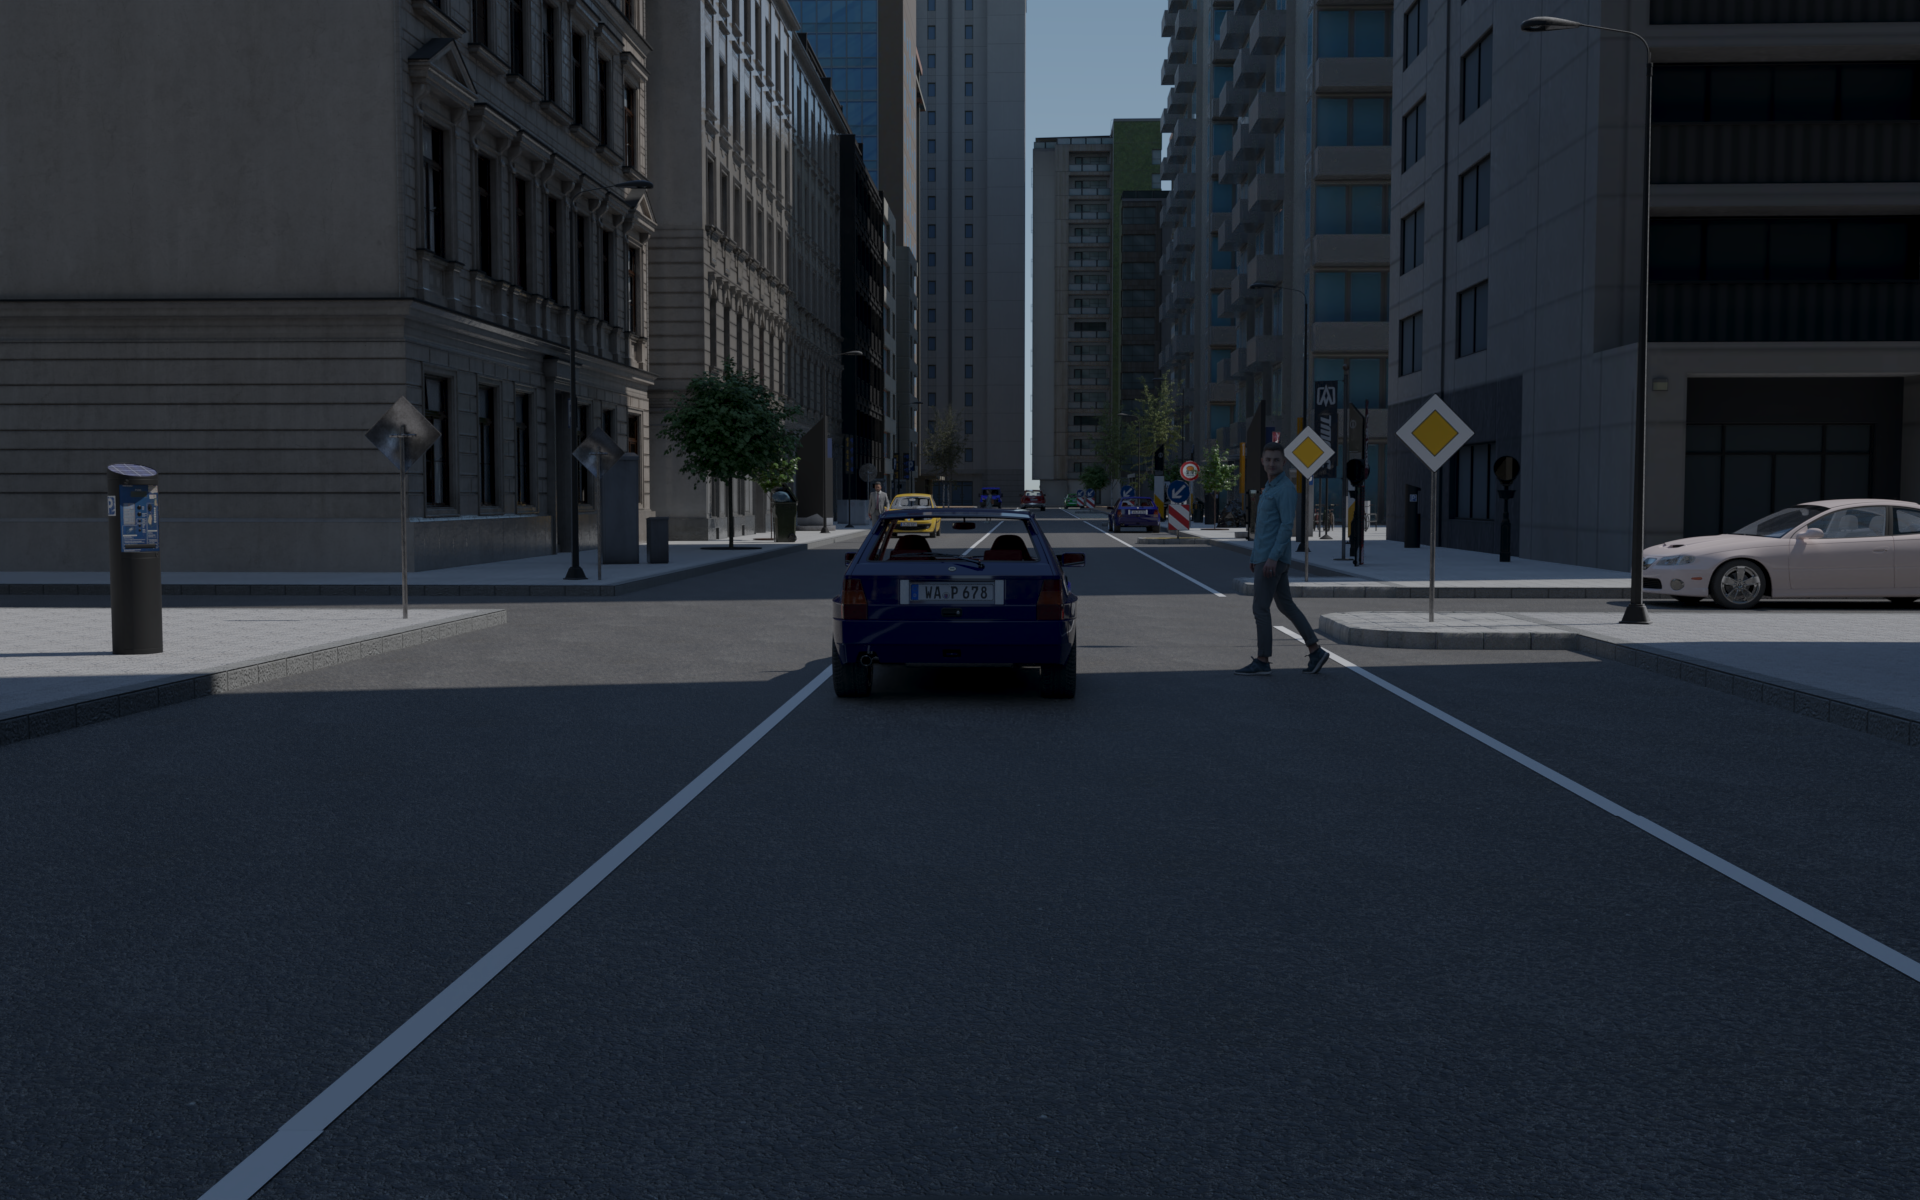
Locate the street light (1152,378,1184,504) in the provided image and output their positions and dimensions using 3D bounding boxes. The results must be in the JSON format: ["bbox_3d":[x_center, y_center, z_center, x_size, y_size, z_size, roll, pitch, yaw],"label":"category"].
[{"bbox_3d":[8.394,-5.929,69.479,1.470,5.913,1.316,0,4,2],"label":"street light"}]

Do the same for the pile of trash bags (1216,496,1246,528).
[{"bbox_3d":[11.242,-3.484,66.720,1.912,1.369,3.447,2,4,30],"label":"pile of trash bags"}]

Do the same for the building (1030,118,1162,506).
[{"bbox_3d":[14.889,-31.093,191.962,14.086,41.232,14.154,0,4,2],"label":"building"}]

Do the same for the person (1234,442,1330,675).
[{"bbox_3d":[2.550,-0.325,13.674,0.748,1.841,0.638,1,4,11],"label":"person"}]

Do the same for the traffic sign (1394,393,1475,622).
[{"bbox_3d":[4.725,-0.836,17.308,0.795,2.450,0.064,0,4,2],"label":"traffic sign"}]

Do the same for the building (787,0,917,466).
[{"bbox_3d":[-10.807,-29.751,136.545,14.600,45.320,14.200,0,4,2],"label":"building"}]

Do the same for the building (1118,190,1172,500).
[{"bbox_3d":[22.219,-24.166,166.810,14.160,30.474,14.107,0,4,2],"label":"building"}]

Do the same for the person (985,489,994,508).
[{"bbox_3d":[1.433,-4.655,85.608,0.522,1.701,0.512,0,4,6],"label":"person"}]

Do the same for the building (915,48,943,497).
[{"bbox_3d":[-16.457,-31.156,164.020,28.867,44.769,22.147,0,4,2],"label":"building"}]

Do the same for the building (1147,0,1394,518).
[{"bbox_3d":[25.575,-30.597,119.870,23.786,49.044,30.456,0,4,2],"label":"building"}]

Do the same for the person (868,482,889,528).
[{"bbox_3d":[-2.403,-2.595,51.196,0.678,1.792,0.850,0,4,6],"label":"person"}]

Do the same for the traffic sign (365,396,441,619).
[{"bbox_3d":[-5.709,-0.864,17.772,0.795,2.450,0.064,0,4,2],"label":"traffic sign"}]

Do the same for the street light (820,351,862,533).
[{"bbox_3d":[-3.877,-5.133,56.459,1.470,5.913,1.316,0,4,2],"label":"street light"}]

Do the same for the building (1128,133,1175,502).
[{"bbox_3d":[30.796,-27.843,147.116,32.217,40.220,23.993,0,4,2],"label":"building"}]

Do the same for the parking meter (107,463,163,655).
[{"bbox_3d":[-6.638,-0.338,13.937,0.372,1.533,0.369,0,3,0],"label":"parking meter"}]

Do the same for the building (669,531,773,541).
[{"bbox_3d":[-11.163,-12.634,55.712,9.793,20.994,18.267,0,4,2],"label":"building"}]

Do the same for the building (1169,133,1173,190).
[{"bbox_3d":[36.551,-33.097,195.756,28.867,44.769,22.147,0,4,2],"label":"building"}]

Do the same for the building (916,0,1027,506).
[{"bbox_3d":[-6.643,-39.995,195.915,28.212,58.520,21.231,0,4,2],"label":"building"}]

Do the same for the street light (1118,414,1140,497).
[{"bbox_3d":[9.798,-7.804,100.134,1.470,5.913,1.316,0,4,2],"label":"street light"}]

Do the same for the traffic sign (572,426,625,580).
[{"bbox_3d":[-5.368,-1.352,25.750,0.795,2.450,0.064,0,4,2],"label":"traffic sign"}]

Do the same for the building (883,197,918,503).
[{"bbox_3d":[-17.601,-16.574,116.032,27.650,21.520,28.899,0,4,2],"label":"building"}]

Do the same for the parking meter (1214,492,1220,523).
[{"bbox_3d":[11.259,-4.160,76.424,0.372,1.533,0.369,0,3,0],"label":"parking meter"}]

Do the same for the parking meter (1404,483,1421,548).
[{"bbox_3d":[10.778,-2.008,41.236,0.372,1.533,0.369,0,3,0],"label":"parking meter"}]

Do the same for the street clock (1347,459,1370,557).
[{"bbox_3d":[8.130,-1.892,35.509,0.471,2.002,0.358,3,5,41],"label":"street clock"}]

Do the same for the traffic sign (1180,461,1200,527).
[{"bbox_3d":[8.851,-4.072,66.676,0.768,2.556,0.104,0,4,5],"label":"traffic sign"}]

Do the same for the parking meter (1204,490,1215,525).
[{"bbox_3d":[10.463,-4.095,72.667,0.399,1.863,0.255,-3,4,-37],"label":"parking meter"}]

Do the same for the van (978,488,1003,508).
[{"bbox_3d":[2.854,-9.465,159.131,2.240,2.365,5.245,0,4,2],"label":"van"}]

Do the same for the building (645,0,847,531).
[{"bbox_3d":[-10.656,-13.752,74.003,9.793,20.994,18.267,0,4,2],"label":"building"}]

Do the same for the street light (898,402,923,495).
[{"bbox_3d":[-2.541,-7.008,87.118,1.470,5.913,1.316,0,4,2],"label":"street light"}]

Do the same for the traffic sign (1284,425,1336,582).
[{"bbox_3d":[5.066,-1.324,25.285,0.795,2.450,0.064,0,4,2],"label":"traffic sign"}]

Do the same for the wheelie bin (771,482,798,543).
[{"bbox_3d":[-4.676,-2.331,46.020,0.693,1.594,0.980,-1,4,-14],"label":"wheelie bin"}]

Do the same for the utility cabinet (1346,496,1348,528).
[{"bbox_3d":[15.038,-3.393,66.631,0.306,1.237,1.020,2,4,25],"label":"utility cabinet"}]

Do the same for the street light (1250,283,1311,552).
[{"bbox_3d":[7.081,-4.022,38.306,1.470,5.913,1.316,0,4,2],"label":"street light"}]

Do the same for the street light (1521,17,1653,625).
[{"bbox_3d":[6.163,-2.721,17.026,1.470,5.913,1.316,0,4,2],"label":"street light"}]

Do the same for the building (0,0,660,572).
[{"bbox_3d":[-13.250,-10.544,37.025,10.561,19.102,19.286,0,4,2],"label":"building"}]

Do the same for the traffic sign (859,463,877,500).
[{"bbox_3d":[-3.830,-4.401,72.069,0.768,2.556,0.104,0,4,7],"label":"traffic sign"}]

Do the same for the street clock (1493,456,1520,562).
[{"bbox_3d":[10.311,-1.721,32.705,0.471,2.002,0.358,1,4,22],"label":"street clock"}]

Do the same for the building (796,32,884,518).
[{"bbox_3d":[-10.861,-16.030,91.771,12.332,23.373,15.834,0,4,2],"label":"building"}]

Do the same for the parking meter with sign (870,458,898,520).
[{"bbox_3d":[-4.007,-5.378,84.199,1.738,3.016,0.543,1,4,9],"label":"parking meter with sign"}]

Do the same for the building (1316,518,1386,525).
[{"bbox_3d":[24.316,-28.282,82.016,23.786,49.044,30.456,0,4,2],"label":"building"}]

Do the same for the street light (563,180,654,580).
[{"bbox_3d":[-5.232,-3.258,25.802,1.470,5.913,1.316,0,4,2],"label":"street light"}]

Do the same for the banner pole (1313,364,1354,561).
[{"bbox_3d":[7.235,-2.664,33.568,0.863,3.779,0.401,2,4,32],"label":"banner pole"}]

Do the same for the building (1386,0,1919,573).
[{"bbox_3d":[21.647,-36.541,35.697,20.611,71.187,20.563,0,4,2],"label":"building"}]
